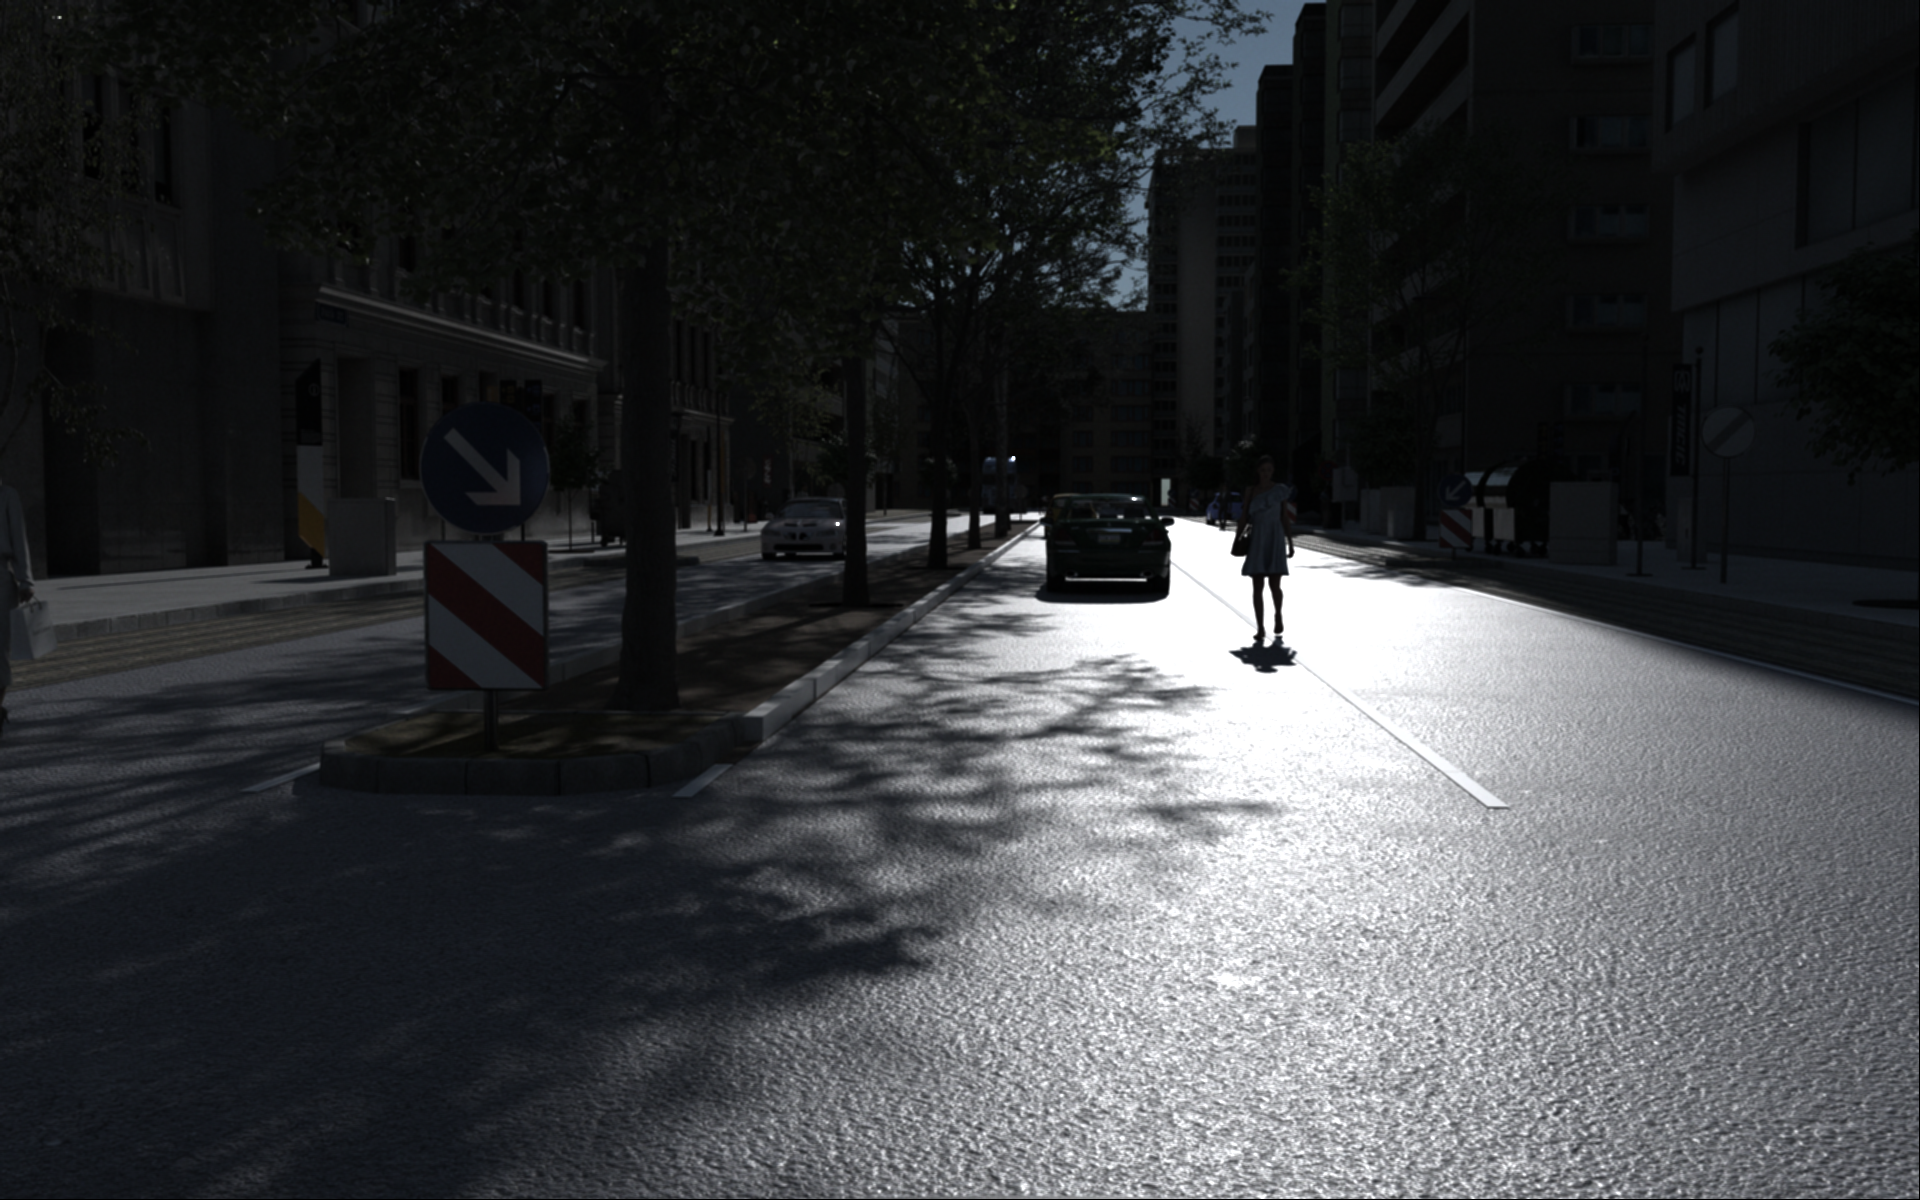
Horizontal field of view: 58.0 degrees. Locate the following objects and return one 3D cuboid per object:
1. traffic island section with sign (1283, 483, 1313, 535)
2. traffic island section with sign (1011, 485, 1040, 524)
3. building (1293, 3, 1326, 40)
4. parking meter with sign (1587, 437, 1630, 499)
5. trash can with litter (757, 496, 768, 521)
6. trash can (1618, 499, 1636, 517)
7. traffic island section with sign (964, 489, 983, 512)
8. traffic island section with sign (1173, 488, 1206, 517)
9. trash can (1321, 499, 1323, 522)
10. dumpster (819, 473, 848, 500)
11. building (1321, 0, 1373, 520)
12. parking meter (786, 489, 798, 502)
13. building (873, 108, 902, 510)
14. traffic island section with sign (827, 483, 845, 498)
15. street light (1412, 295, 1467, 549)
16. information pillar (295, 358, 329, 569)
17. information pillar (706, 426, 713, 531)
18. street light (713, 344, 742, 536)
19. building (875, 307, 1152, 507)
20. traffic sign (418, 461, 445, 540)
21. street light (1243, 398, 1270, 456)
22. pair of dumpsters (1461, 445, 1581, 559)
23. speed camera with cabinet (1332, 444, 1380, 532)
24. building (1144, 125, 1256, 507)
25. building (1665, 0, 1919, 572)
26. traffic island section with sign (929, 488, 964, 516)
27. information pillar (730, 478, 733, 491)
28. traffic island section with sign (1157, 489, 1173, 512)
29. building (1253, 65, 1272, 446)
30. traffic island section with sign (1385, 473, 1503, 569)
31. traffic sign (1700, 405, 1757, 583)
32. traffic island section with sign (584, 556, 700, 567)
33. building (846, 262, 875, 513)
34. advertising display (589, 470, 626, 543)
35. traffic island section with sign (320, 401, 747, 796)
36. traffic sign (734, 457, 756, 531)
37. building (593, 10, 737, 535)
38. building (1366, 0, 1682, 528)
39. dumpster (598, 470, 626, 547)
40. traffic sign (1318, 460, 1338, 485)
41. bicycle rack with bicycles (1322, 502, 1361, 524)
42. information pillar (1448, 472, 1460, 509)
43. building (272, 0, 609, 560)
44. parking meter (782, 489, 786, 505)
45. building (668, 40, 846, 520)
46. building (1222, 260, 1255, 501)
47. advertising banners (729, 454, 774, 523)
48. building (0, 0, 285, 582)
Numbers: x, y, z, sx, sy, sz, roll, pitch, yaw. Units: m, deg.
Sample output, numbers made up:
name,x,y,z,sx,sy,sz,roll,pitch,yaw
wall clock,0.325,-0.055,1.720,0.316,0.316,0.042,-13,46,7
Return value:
name,x,y,z,sx,sy,sz,roll,pitch,yaw
traffic island section with sign,11.322,-3.199,60.928,1.989,1.847,2.006,0,4,4
traffic island section with sign,2.920,-4.648,84.136,2.006,1.907,1.989,0,4,4
building,27.021,-20.429,105.717,14.160,30.474,14.107,0,4,4
parking meter with sign,19.806,-3.515,53.735,1.738,3.016,0.543,1,4,17
trash can with litter,-9.648,-4.344,82.415,1.055,1.170,0.624,0,4,-1
trash can,19.384,-2.388,50.701,0.748,1.137,0.748,0,3,0
traffic island section with sign,0.960,-7.975,139.019,1.989,1.847,2.006,0,4,4
traffic island section with sign,14.773,-6.226,110.429,1.989,1.847,2.006,0,4,4
trash can,16.427,-4.081,78.370,0.748,1.137,0.748,0,3,0
dumpster,-5.600,-4.670,78.843,1.502,2.255,1.985,0,4,4
building,26.114,-24.932,91.226,14.154,41.232,14.086,0,4,4
parking meter,-7.569,-4.323,79.098,0.372,1.533,0.369,0,3,0
building,-17.303,-27.613,143.350,23.993,40.220,32.217,0,4,4
traffic island section with sign,-4.427,-3.247,61.719,1.989,1.847,2.006,0,4,4
street light,11.260,-4.164,40.618,1.470,5.913,1.316,0,4,4
information pillar,-11.129,-2.344,29.687,0.183,3.616,0.504,2,4,30
information pillar,-8.647,-4.182,59.733,0.183,3.616,0.504,0,4,-3
street light,-6.823,-4.906,52.753,1.470,5.913,1.316,0,4,4
building,5.390,-20.784,184.853,28.899,21.520,27.650,0,4,4
traffic sign,-8.869,-1.815,29.686,0.884,2.594,0.081,1,4,9
street light,14.318,-6.785,83.471,1.470,5.913,1.316,0,4,4
pair of dumpsters,11.697,-2.072,36.368,1.574,2.255,4.437,0,4,4
speed camera with cabinet,13.798,-3.971,59.266,2.038,3.252,0.660,-1,4,-15
building,32.043,-30.166,185.096,23.993,40.220,32.217,0,4,4
building,27.861,-26.621,24.486,27.495,52.752,28.713,0,4,4
traffic island section with sign,-0.957,-6.296,111.562,1.989,1.847,2.006,0,4,4
information pillar,-10.672,-4.625,80.106,0.304,2.012,0.304,-1,4,-16
traffic island section with sign,16.649,-7.871,137.319,1.989,1.847,2.006,0,4,4
building,27.265,-21.299,119.944,14.160,30.474,14.107,0,4,4
traffic island section with sign,9.457,-1.554,34.037,1.989,1.847,2.006,0,4,4
traffic sign,10.989,-1.513,24.851,0.768,2.556,0.104,1,4,10
traffic island section with sign,-6.309,-1.596,34.718,1.989,1.847,2.006,0,4,4
building,-13.433,-26.343,114.302,14.154,41.232,14.086,0,4,4
advertising display,-9.302,-2.482,45.788,0.974,1.923,0.123,0,4,3
traffic island section with sign,-2.293,-0.064,9.178,2.006,1.907,1.989,0,4,4
traffic sign,-7.371,-3.629,59.433,0.768,2.556,0.104,0,4,8
building,-14.823,-12.158,63.406,10.561,19.102,19.286,0,4,4
building,28.836,-27.184,68.168,21.300,48.544,21.600,0,4,4
dumpster,-8.154,-2.270,42.870,1.264,1.857,1.865,0,4,4
traffic sign,13.913,-4.002,65.534,0.768,2.556,0.104,0,4,6
bicycle rack with bicycles,16.772,-3.833,76.045,2.852,0.926,2.925,0,4,1
information pillar,16.476,-3.262,57.825,0.304,2.012,0.304,2,4,30
building,-16.798,-12.664,43.208,11.583,22.565,21.152,0,4,4
parking meter,-8.210,-4.483,81.701,0.372,1.533,0.369,0,3,0
building,-18.388,-28.894,96.116,21.300,48.544,21.600,0,4,4
building,36.464,-18.107,141.094,27.650,21.520,28.899,0,4,4
advertising banners,-9.198,-4.898,76.266,2.074,3.025,0.090,0,4,2
building,-19.496,-12.514,22.627,12.078,24.808,19.932,0,4,4
